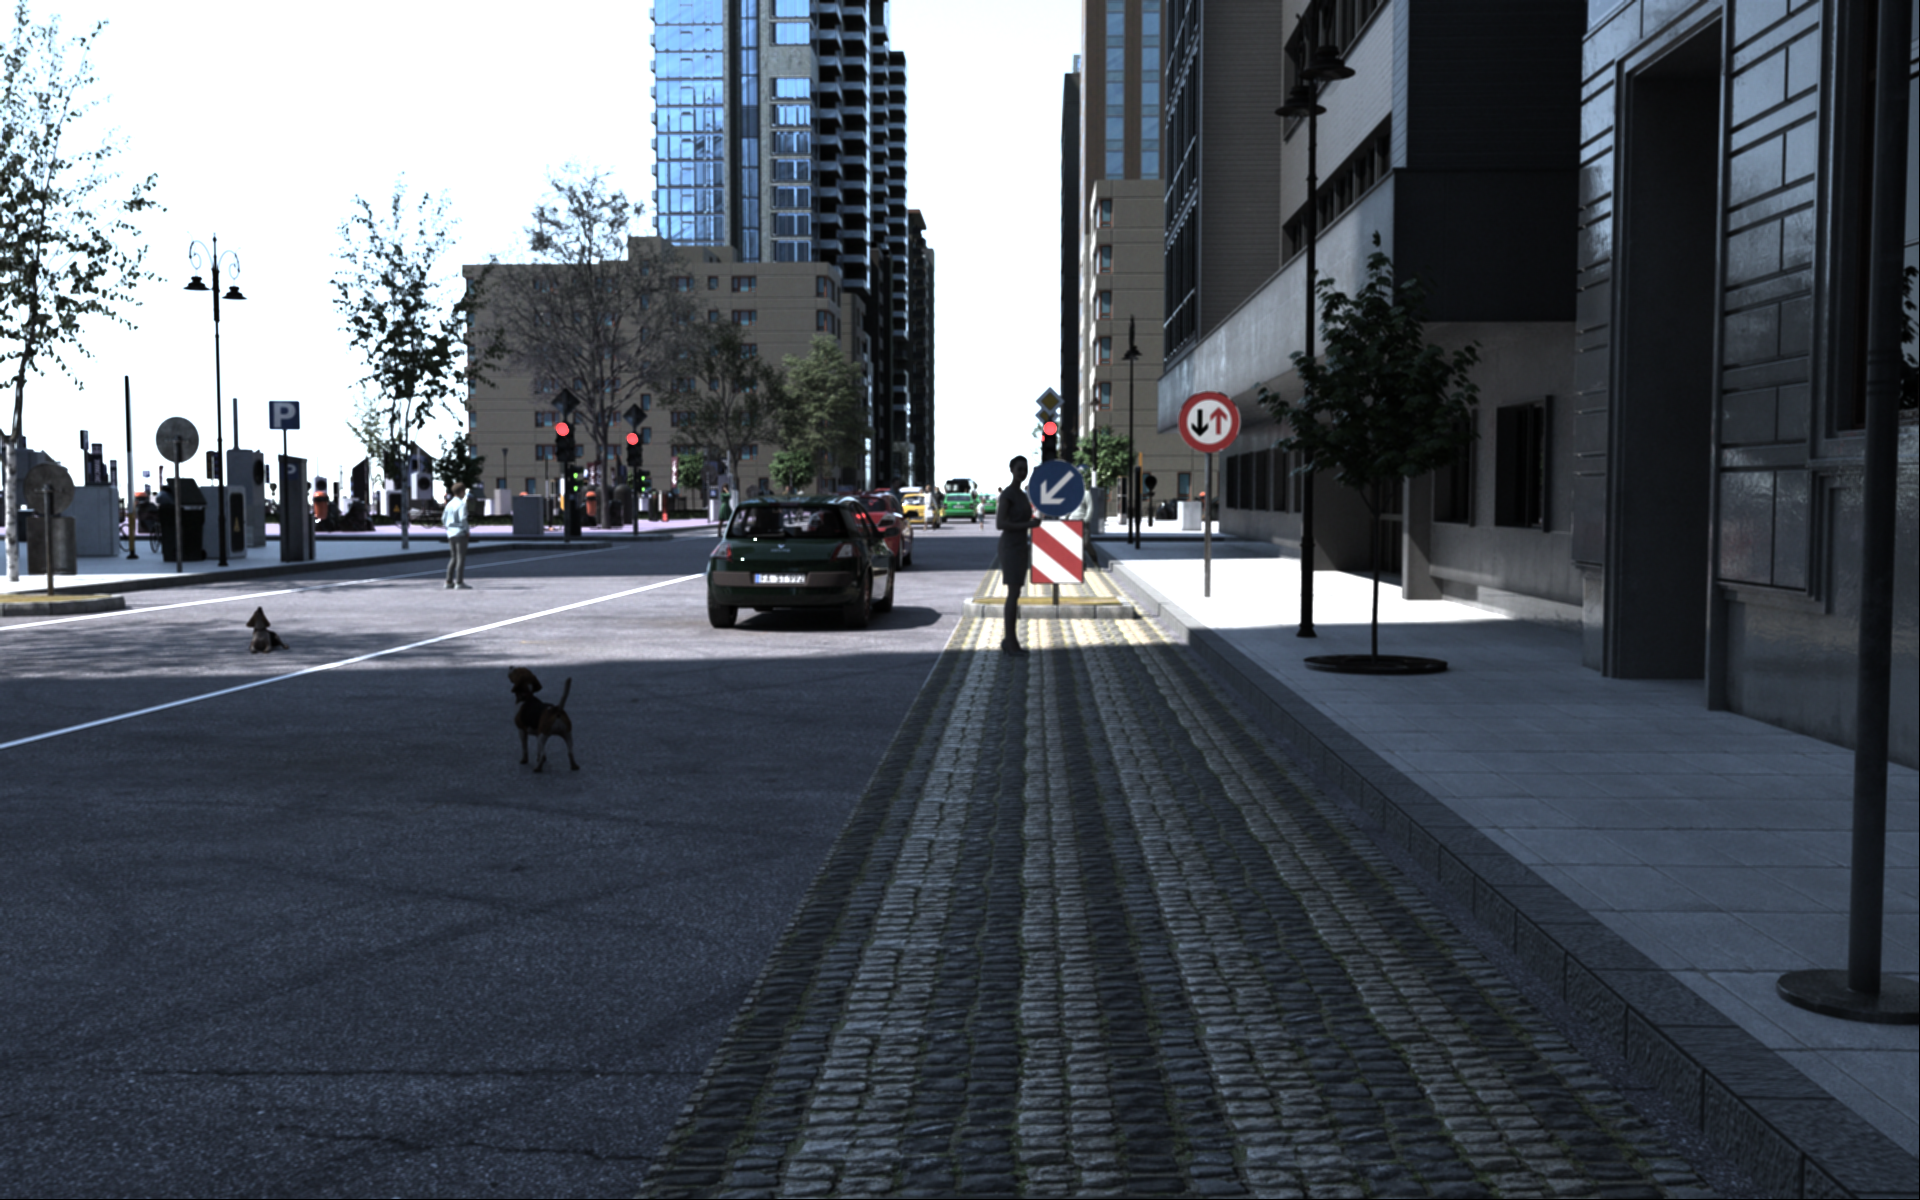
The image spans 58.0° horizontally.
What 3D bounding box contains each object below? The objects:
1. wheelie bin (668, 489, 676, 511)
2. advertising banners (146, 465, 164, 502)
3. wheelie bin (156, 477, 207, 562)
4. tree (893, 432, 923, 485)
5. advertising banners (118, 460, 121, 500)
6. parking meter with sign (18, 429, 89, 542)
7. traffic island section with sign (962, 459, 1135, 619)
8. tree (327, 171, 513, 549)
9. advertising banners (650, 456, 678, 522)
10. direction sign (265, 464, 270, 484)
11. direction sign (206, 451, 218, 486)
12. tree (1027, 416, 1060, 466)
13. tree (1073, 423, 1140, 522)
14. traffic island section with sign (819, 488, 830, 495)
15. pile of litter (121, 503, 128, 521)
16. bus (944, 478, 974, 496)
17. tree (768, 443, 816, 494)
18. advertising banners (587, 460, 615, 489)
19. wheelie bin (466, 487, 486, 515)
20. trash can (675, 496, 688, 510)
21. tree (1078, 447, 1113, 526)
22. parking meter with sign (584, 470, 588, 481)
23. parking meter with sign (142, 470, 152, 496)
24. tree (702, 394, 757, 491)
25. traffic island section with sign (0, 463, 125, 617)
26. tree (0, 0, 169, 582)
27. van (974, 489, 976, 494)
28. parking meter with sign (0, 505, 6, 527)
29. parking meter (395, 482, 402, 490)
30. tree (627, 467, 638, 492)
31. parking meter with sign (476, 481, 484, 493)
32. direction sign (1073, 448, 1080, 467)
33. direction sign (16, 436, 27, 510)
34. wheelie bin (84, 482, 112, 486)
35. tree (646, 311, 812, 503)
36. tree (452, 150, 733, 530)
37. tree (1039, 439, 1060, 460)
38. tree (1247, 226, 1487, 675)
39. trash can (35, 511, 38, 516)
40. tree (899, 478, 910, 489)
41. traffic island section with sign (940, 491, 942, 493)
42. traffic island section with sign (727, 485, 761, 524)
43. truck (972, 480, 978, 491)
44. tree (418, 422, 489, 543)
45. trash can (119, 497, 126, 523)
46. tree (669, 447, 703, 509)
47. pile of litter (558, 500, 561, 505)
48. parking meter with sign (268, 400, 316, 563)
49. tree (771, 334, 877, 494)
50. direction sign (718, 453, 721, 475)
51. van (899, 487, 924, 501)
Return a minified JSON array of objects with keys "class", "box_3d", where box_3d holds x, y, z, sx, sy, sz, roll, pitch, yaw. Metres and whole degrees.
[{"class":"wheelie bin","box_3d":[-18.511,-6.298,110.878,0.693,1.594,0.980,-1,4,-11]},{"class":"advertising banners","box_3d":[-48.132,-6.563,103.492,0.090,3.025,2.074,1,4,9]},{"class":"wheelie bin","box_3d":[-14.869,-1.536,33.022,0.693,1.594,0.980,2,4,25]},{"class":"tree","box_3d":[-6.655,-15.642,206.100,4.360,8.622,3.978,0,3,0]},{"class":"advertising banners","box_3d":[-42.402,-5.567,87.207,0.090,3.025,2.074,-1,4,-17]},{"class":"parking meter with sign","box_3d":[-24.490,-3.088,46.750,1.738,3.016,0.543,-1,4,-11]},{"class":"traffic island section with sign","box_3d":[1.031,-0.734,20.629,1.989,1.847,2.006,0,4,2]},{"class":"tree","box_3d":[-12.880,-5.520,40.612,4.737,8.622,4.395,0,3,0]},{"class":"advertising banners","box_3d":[-13.683,-5.138,80.198,2.074,3.025,0.090,3,5,42]},{"class":"direction sign","box_3d":[-52.375,-8.465,130.402,0.876,3.537,0.379,-3,5,-44]},{"class":"direction sign","box_3d":[-39.681,-6.114,91.957,0.379,3.537,0.876,1,4,19]},{"class":"tree","box_3d":[12.309,-17.978,219.702,9.928,11.665,9.643,0,3,0]},{"class":"tree","box_3d":[6.713,-5.911,80.361,4.285,4.588,4.351,0,3,0]},{"class":"traffic island section with sign","box_3d":[-8.071,-5.810,103.619,1.989,1.847,2.006,0,4,2]},{"class":"pile of litter","box_3d":[-39.863,-4.133,81.537,1.176,0.858,1.719,2,4,26]},{"class":"bus","box_3d":[-0.020,-12.057,191.984,2.948,3.499,13.247,0,4,3]},{"class":"tree","box_3d":[-10.799,-7.837,111.840,4.285,4.588,4.351,0,3,0]},{"class":"advertising banners","box_3d":[-19.562,-6.075,95.510,2.074,3.025,0.090,0,4,6]},{"class":"wheelie bin","box_3d":[-22.235,-4.377,79.480,0.693,1.594,0.980,2,4,30]},{"class":"trash can","box_3d":[-17.378,-5.898,108.088,0.748,1.137,0.748,0,3,0]},{"class":"tree","box_3d":[5.646,-4.658,70.759,1.663,3.219,1.824,0,3,0]},{"class":"parking meter with sign","box_3d":[-25.961,-7.800,123.789,1.738,3.016,0.543,-3,5,-43]},{"class":"parking meter with sign","box_3d":[-59.426,-7.985,126.810,0.543,3.016,1.738,-1,4,-18]},{"class":"tree","box_3d":[-16.910,-10.794,126.847,4.360,8.622,3.978,0,3,0]},{"class":"traffic island section with sign","box_3d":[-11.426,-0.765,21.142,1.989,1.847,2.006,0,4,2]},{"class":"tree","box_3d":[-13.894,-4.586,25.336,4.360,8.622,3.978,0,3,0]},{"class":"van","box_3d":[1.074,-13.382,223.181,2.240,2.365,5.245,0,4,3]},{"class":"parking meter with sign","box_3d":[-37.918,-4.353,67.427,0.543,3.016,1.738,1,4,9]},{"class":"parking meter","box_3d":[-24.845,-4.352,76.863,0.399,1.863,0.255,-1,4,-21]},{"class":"tree","box_3d":[-23.363,-7.894,123.673,1.663,3.219,1.824,0,3,0]},{"class":"parking meter with sign","box_3d":[-28.456,-6.482,102.247,0.543,3.016,1.738,-3,5,-41]},{"class":"direction sign","box_3d":[5.984,-5.729,85.668,0.876,3.537,0.379,-1,4,-20]},{"class":"direction sign","box_3d":[-36.388,-4.582,66.905,0.379,3.537,0.876,1,4,20]},{"class":"wheelie bin","box_3d":[-22.972,-2.338,46.136,0.980,1.594,0.693,-2,4,-27]},{"class":"tree","box_3d":[-11.350,-9.366,87.549,8.767,10.594,7.601,-3,4,-38]},{"class":"tree","box_3d":[-13.020,-9.315,62.669,12.009,13.543,11.850,0,3,0]},{"class":"tree","box_3d":[12.114,-16.032,212.486,4.737,8.622,4.395,0,3,0]},{"class":"tree","box_3d":[2.926,-1.105,12.670,1.663,3.219,1.824,0,3,0]},{"class":"trash can","box_3d":[-52.942,-5.384,99.677,0.748,1.137,0.748,0,3,0]},{"class":"tree","box_3d":[-6.524,-12.630,201.094,1.663,3.219,1.824,0,3,0]},{"class":"traffic island section with sign","box_3d":[-1.604,-15.570,263.191,1.989,1.847,2.006,0,4,2]},{"class":"traffic island section with sign","box_3d":[-9.160,-4.163,76.686,1.989,1.847,2.006,0,4,2]},{"class":"truck","box_3d":[0.855,-15.017,241.459,3.469,3.379,9.791,0,4,2]},{"class":"tree","box_3d":[-13.249,-3.141,45.962,1.663,3.219,1.824,0,3,0]},{"class":"trash can","box_3d":[-36.930,-3.929,75.886,0.748,1.137,0.748,0,3,0]},{"class":"tree","box_3d":[-18.115,-8.195,117.704,4.285,4.588,4.351,0,3,0]},{"class":"pile of litter","box_3d":[-27.300,-6.352,117.824,1.719,0.858,1.176,0,4,4]},{"class":"parking meter with sign","box_3d":[-12.725,-2.255,33.130,0.543,3.016,1.738,-1,4,-10]},{"class":"tree","box_3d":[-9.774,-12.505,122.585,7.486,12.596,7.792,0,3,0]},{"class":"direction sign","box_3d":[-13.420,-6.393,96.528,0.379,3.537,0.876,0,4,0]},{"class":"van","box_3d":[-2.920,-5.747,100.969,2.013,2.044,4.112,0,4,3]}]
